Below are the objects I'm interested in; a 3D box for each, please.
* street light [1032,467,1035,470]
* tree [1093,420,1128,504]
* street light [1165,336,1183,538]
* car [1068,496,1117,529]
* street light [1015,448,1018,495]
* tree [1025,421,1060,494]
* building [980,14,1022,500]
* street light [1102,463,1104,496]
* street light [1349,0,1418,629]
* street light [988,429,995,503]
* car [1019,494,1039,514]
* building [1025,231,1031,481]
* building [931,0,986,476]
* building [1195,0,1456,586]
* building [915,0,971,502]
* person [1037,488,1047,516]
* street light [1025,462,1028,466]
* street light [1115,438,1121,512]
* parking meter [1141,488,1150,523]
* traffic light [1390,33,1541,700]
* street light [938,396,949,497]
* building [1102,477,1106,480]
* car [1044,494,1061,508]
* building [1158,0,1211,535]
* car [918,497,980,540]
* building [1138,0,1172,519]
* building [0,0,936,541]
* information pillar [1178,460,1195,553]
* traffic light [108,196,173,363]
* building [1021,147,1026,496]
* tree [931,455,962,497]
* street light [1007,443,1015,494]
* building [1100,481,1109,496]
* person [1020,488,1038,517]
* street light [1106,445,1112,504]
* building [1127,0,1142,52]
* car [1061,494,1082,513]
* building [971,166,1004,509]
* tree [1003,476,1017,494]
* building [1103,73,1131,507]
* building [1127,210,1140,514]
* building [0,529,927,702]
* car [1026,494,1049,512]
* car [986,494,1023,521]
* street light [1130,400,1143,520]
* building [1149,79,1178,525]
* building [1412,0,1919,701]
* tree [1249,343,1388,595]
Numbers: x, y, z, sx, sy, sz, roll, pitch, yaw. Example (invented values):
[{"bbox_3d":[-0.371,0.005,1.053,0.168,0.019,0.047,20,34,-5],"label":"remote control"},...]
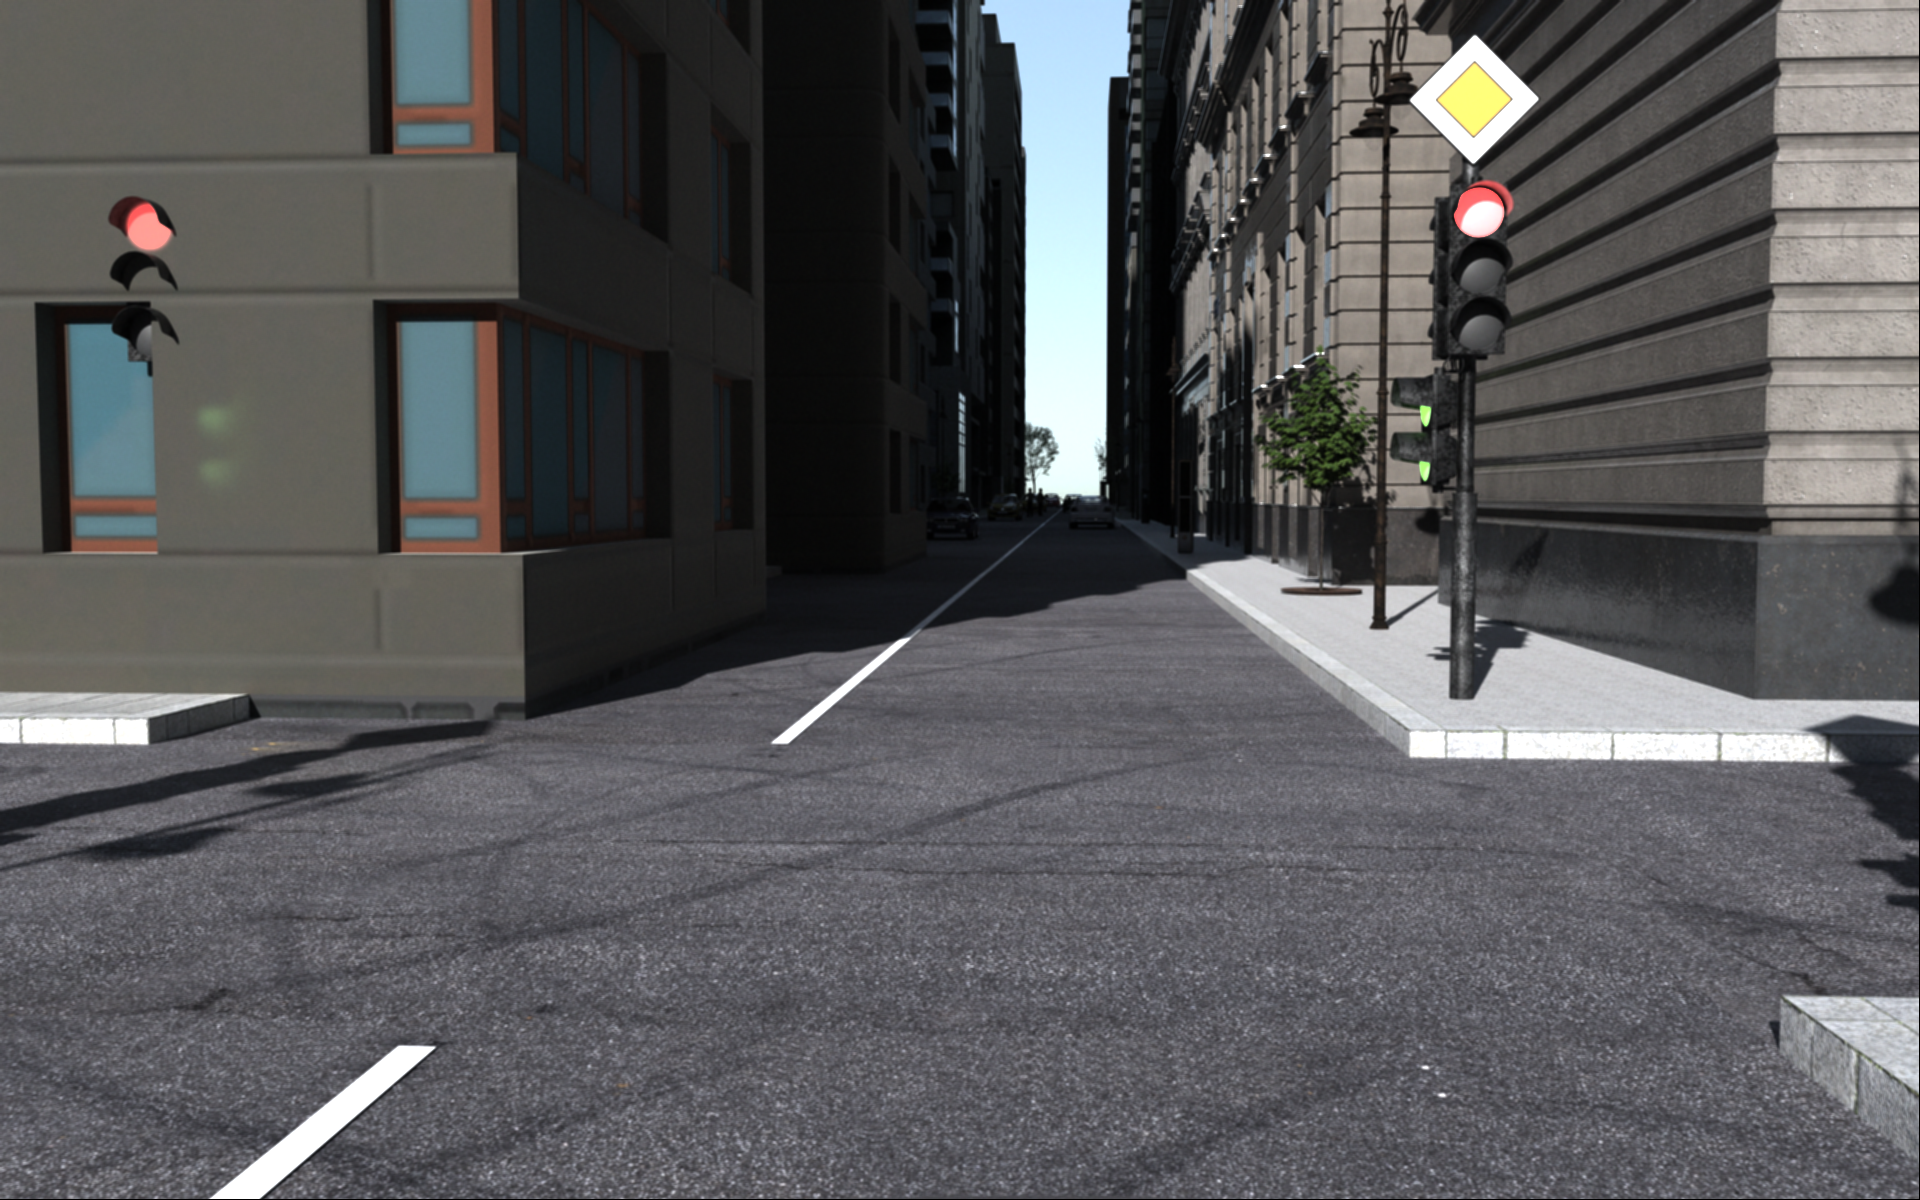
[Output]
[{"bbox_3d":[10.258,-16.371,240.445,0.468,5.910,1.993,0,4,4],"label":"street light"},{"bbox_3d":[15.308,-13.505,171.165,4.360,8.622,3.978,0,3,0],"label":"tree"},{"bbox_3d":[6.259,-4.774,50.841,0.468,5.910,1.993,0,4,4],"label":"street light"},{"bbox_3d":[5.559,-3.694,72.764,2.083,1.381,4.827,0,4,6],"label":"car"},{"bbox_3d":[5.518,-12.170,171.769,0.468,5.910,1.993,0,4,4],"label":"street light"},{"bbox_3d":[10.447,-19.586,245.986,9.928,11.665,9.643,0,3,0],"label":"tree"},{"bbox_3d":[-4.605,-34.055,180.505,21.300,48.544,21.600,0,4,4],"label":"building"},{"bbox_3d":[14.938,-12.436,176.111,0.468,5.910,1.993,0,4,4],"label":"street light"},{"bbox_3d":[3.991,-2.662,16.310,0.468,5.910,1.993,0,4,4],"label":"street light"},{"bbox_3d":[2.183,-9.194,123.106,0.468,5.910,1.993,0,4,4],"label":"street light"},{"bbox_3d":[5.174,-7.253,128.804,2.015,1.641,3.980,0,4,3],"label":"car"},{"bbox_3d":[-2.951,-36.817,221.573,23.786,49.044,30.456,0,4,4],"label":"building"},{"bbox_3d":[-12.093,-33.175,131.649,28.713,52.752,27.495,0,4,4],"label":"building"},{"bbox_3d":[11.674,-14.550,35.159,12.463,27.353,25.104,0,4,4],"label":"building"},{"bbox_3d":[-10.165,-48.213,100.950,22.319,86.520,31.000,0,4,4],"label":"building"},{"bbox_3d":[5.317,-6.427,113.674,0.705,1.812,1.348,-2,4,-25],"label":"person"},{"bbox_3d":[7.852,-14.268,206.073,0.468,5.910,1.993,0,4,4],"label":"street light"},{"bbox_3d":[11.572,-9.432,127.008,0.468,5.910,1.993,0,4,4],"label":"street light"},{"bbox_3d":[8.122,-4.123,75.826,0.372,1.533,0.369,0,3,0],"label":"parking meter"},{"bbox_3d":[3.129,-1.335,10.755,0.839,4.253,0.868,0,4,4],"label":"traffic light"},{"bbox_3d":[-0.791,-6.581,80.379,0.468,5.910,1.993,0,4,4],"label":"street light"},{"bbox_3d":[28.868,-35.772,204.478,23.786,49.044,30.456,0,4,4],"label":"building"},{"bbox_3d":[9.357,-10.320,177.766,2.155,1.783,4.494,0,4,6],"label":"car"},{"bbox_3d":[12.982,-13.617,58.802,11.583,22.565,21.152,0,4,4],"label":"building"},{"bbox_3d":[-0.327,-2.615,55.336,1.945,1.354,3.894,0,4,3],"label":"car"},{"bbox_3d":[16.749,-25.070,93.490,14.154,41.232,14.086,0,4,4],"label":"building"},{"bbox_3d":[-15.879,-13.462,65.150,27.650,21.520,28.899,0,4,4],"label":"building"},{"bbox_3d":[4.901,-2.022,37.546,0.304,2.012,0.304,1,4,17],"label":"information pillar"},{"bbox_3d":[-5.114,-1.369,11.307,0.839,4.253,0.868,0,4,4],"label":"traffic light"},{"bbox_3d":[0.283,-31.496,198.546,14.154,41.232,14.086,0,4,4],"label":"building"},{"bbox_3d":[-0.693,-5.576,85.773,1.663,3.219,1.824,0,3,0],"label":"tree"},{"bbox_3d":[4.493,-11.305,157.626,0.468,5.910,1.993,0,4,4],"label":"street light"},{"bbox_3d":[35.006,-33.008,231.563,32.217,40.220,23.993,0,4,4],"label":"building"},{"bbox_3d":[4.383,-6.137,108.856,1.348,1.823,0.705,2,4,34],"label":"person"},{"bbox_3d":[14.031,-11.539,161.444,0.468,5.910,1.993,0,4,4],"label":"street light"},{"bbox_3d":[25.276,-32.129,144.919,23.786,49.044,30.456,0,4,4],"label":"building"},{"bbox_3d":[8.806,-7.588,133.851,2.009,1.686,4.222,0,4,4],"label":"car"},{"bbox_3d":[-3.469,-23.303,152.711,14.160,30.474,14.107,0,4,4],"label":"building"},{"bbox_3d":[4.611,-10.230,161.859,1.663,3.219,1.824,0,3,0],"label":"tree"},{"bbox_3d":[22.548,-32.574,182.687,14.600,45.320,14.200,0,4,4],"label":"building"},{"bbox_3d":[25.427,-16.533,115.354,27.650,21.520,28.899,0,4,4],"label":"building"},{"bbox_3d":[-15.554,-11.047,25.654,27.650,21.520,28.899,0,4,4],"label":"building"},{"bbox_3d":[6.107,-7.877,139.013,2.015,1.641,3.980,0,4,2],"label":"car"},{"bbox_3d":[2.445,-5.114,93.844,2.015,1.641,3.980,0,4,5],"label":"car"},{"bbox_3d":[8.737,-6.870,85.113,0.468,5.910,1.993,0,4,4],"label":"street light"},{"bbox_3d":[15.032,-15.154,77.452,12.332,23.373,15.834,0,4,4],"label":"building"},{"bbox_3d":[14.499,-11.336,14.223,19.941,23.489,11.050,0,4,4],"label":"building"},{"bbox_3d":[4.544,-1.697,22.355,1.663,3.219,1.824,0,3,0],"label":"tree"}]
